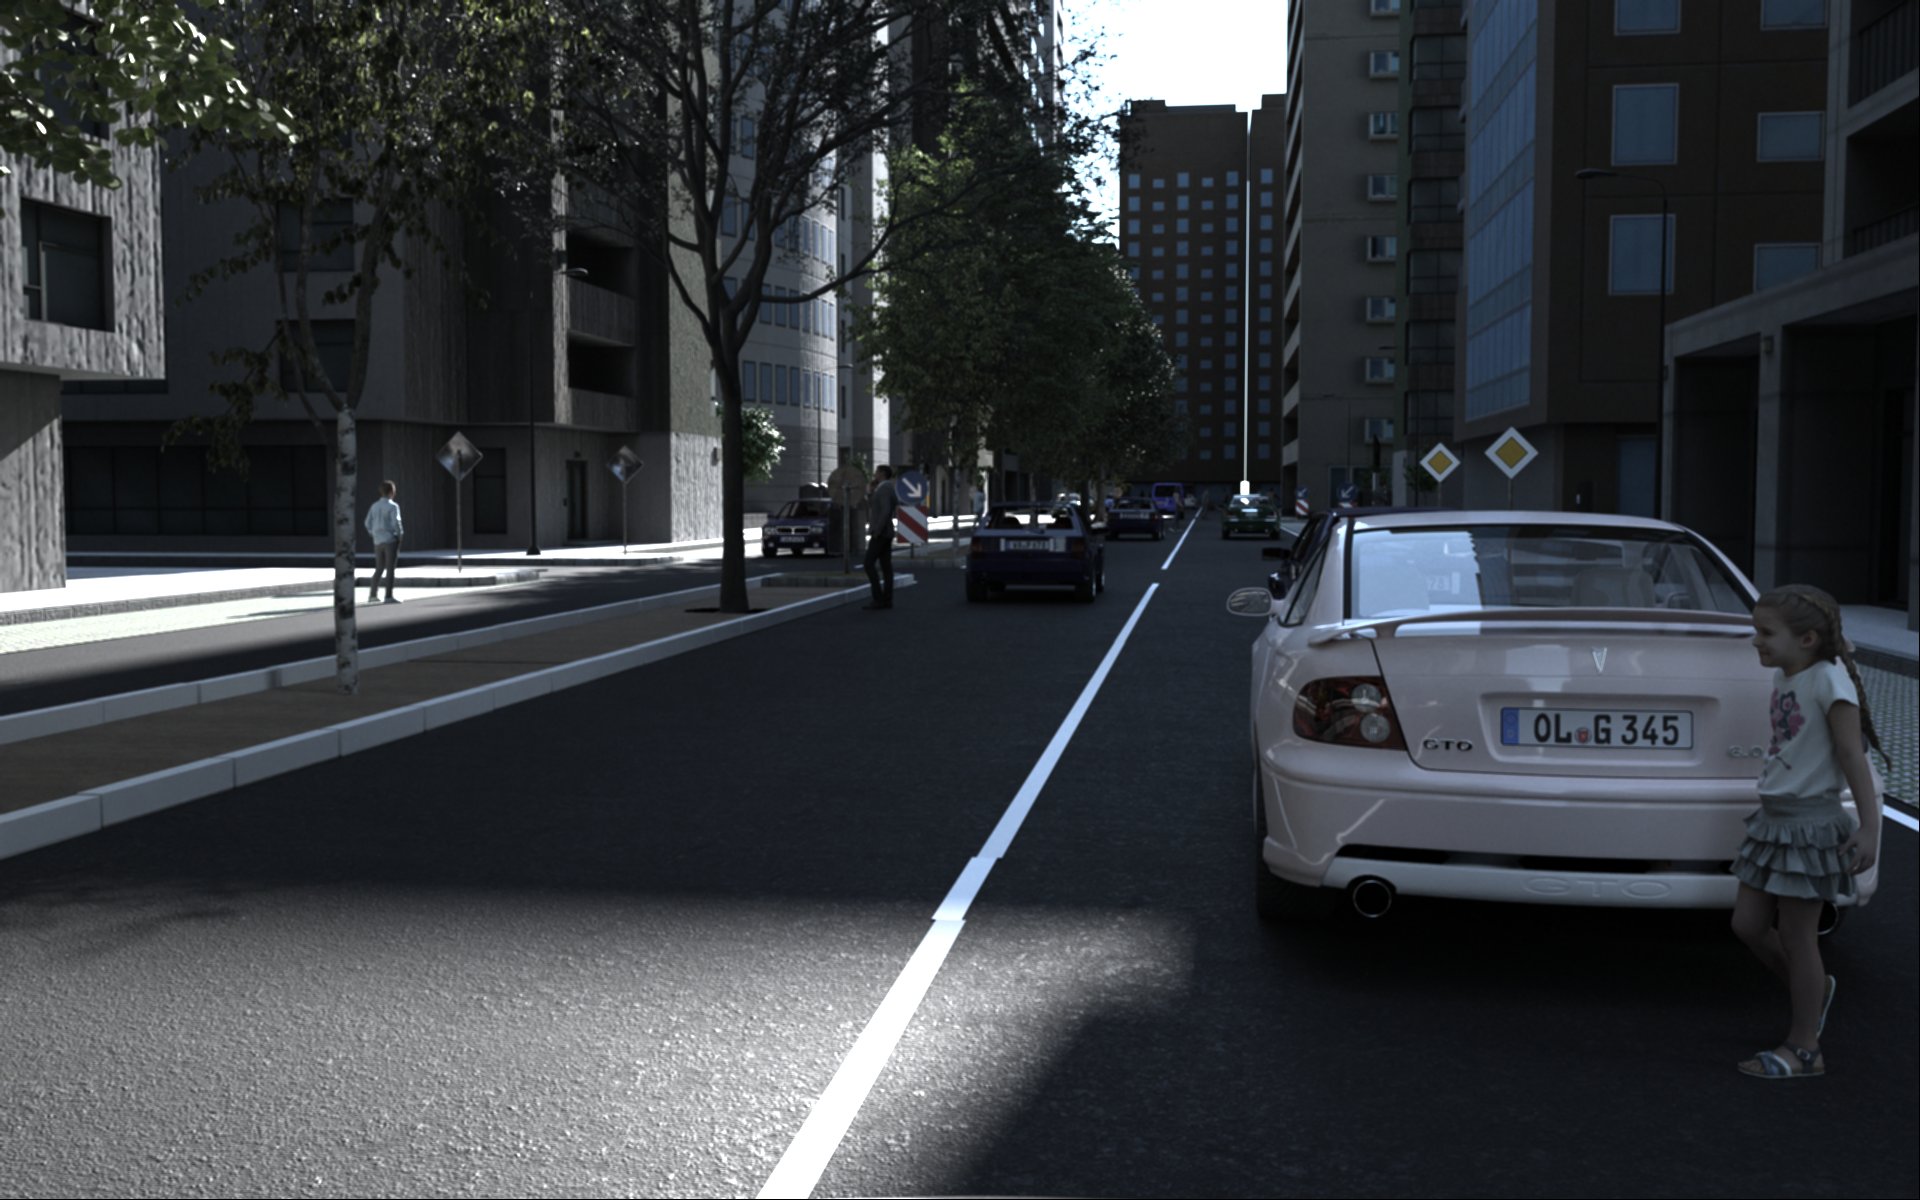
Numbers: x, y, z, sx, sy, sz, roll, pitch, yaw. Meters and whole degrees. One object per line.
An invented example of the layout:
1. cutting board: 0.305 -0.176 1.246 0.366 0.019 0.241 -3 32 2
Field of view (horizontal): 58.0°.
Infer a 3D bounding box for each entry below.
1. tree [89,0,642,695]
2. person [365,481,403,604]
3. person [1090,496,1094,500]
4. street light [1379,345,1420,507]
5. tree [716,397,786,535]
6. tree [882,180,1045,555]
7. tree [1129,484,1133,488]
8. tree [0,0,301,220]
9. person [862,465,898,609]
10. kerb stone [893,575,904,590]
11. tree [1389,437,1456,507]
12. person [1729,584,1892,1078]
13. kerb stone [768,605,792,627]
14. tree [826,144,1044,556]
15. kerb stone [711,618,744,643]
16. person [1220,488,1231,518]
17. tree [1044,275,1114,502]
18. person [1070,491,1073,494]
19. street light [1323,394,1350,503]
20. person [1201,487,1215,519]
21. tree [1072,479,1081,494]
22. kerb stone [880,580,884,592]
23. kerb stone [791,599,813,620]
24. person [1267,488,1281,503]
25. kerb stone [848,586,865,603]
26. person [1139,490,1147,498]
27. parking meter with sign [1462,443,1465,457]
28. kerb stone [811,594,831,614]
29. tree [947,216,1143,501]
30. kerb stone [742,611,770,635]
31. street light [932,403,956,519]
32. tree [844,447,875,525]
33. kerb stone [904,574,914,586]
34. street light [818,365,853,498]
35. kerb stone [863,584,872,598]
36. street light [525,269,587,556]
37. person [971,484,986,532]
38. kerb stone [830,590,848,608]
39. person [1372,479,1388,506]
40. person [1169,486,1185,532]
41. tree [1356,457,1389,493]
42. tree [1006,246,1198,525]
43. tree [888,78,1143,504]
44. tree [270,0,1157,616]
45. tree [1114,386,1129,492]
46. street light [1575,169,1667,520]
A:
1. tree: -4.351 -3.640 12.332 4.360 8.622 3.978 0 3 0
2. person: -7.513 -0.758 22.704 0.589 1.601 0.330 2 4 33
3. person: 8.825 -6.838 120.827 1.217 1.766 0.721 -1 4 -21
4. street light: 13.772 -4.994 54.192 1.470 5.913 1.316 1 4 8
5. tree: -7.160 -4.350 54.842 4.285 4.588 4.351 0 3 0
6. tree: -0.079 -5.355 40.367 4.360 8.622 3.978 0 3 0
7. tree: 7.881 -8.679 94.727 4.737 8.622 4.395 0 3 0
8. tree: -4.771 -5.186 5.368 7.486 12.596 7.792 0 3 0
9. person: -1.014 -0.798 21.726 0.473 1.802 0.592 1 4 21
10. kerb stone: -1.029 -0.244 26.192 0.120 0.150 1.000 1 4 8
11. tree: 15.871 -3.953 59.231 1.663 3.219 1.824 0 3 0
12. person: 2.125 0.568 4.232 0.382 1.210 0.505 0 4 -4
13. kerb stone: -2.052 0.193 19.079 0.120 0.150 1.000 1 4 8
14. tree: -0.745 -5.074 35.775 4.737 8.622 4.395 0 3 0
15. kerb stone: -2.348 0.315 17.052 0.120 0.150 1.000 1 4 8
16. person: 15.843 -5.794 103.582 0.721 1.781 0.623 0 4 -7
17. tree: 2.258 -6.121 52.897 4.737 8.622 4.395 0 3 0
18. person: 7.407 -6.472 115.038 1.217 1.743 0.721 1 4 10
19. street light: 17.557 -6.611 80.633 1.470 5.913 1.316 1 4 8
20. person: 13.993 -5.470 98.063 0.853 1.813 0.709 2 4 32
21. tree: 12.640 -11.778 187.165 1.663 3.219 1.824 0 3 0
22. kerb stone: -1.171 -0.179 25.170 0.120 0.150 1.000 1 4 8
23. kerb stone: -1.908 0.129 20.093 0.120 0.150 1.000 1 4 8
24. person: 20.076 -6.299 111.590 1.348 1.812 0.705 2 4 28
25. kerb stone: -1.462 -0.052 23.127 0.120 0.150 1.000 1 4 8
26. person: 16.980 -9.319 160.873 0.705 1.822 1.348 -3 5 -39
27. parking meter with sign: 16.968 -3.645 55.864 0.543 3.016 1.738 -1 4 -23
28. kerb stone: -1.765 0.067 21.105 0.120 0.150 1.000 1 4 8
29. tree: 2.740 -8.177 61.910 9.928 11.665 9.643 0 3 0
30. kerb stone: -2.197 0.253 18.067 0.120 0.150 1.000 1 4 8
31. street light: -0.737 -7.122 88.984 1.470 5.913 1.316 1 4 8
32. tree: -4.349 -4.676 71.056 1.663 3.219 1.824 0 3 0
33. kerb stone: -0.871 -0.303 27.206 0.120 0.150 1.000 1 4 8
34. street light: -4.548 -5.503 62.516 1.470 5.913 1.316 1 4 8
35. kerb stone: -1.317 -0.120 24.150 0.120 0.150 1.000 1 4 8
36. street light: -8.381 -3.879 35.965 1.470 5.913 1.316 1 4 8
37. person: 0.698 -3.448 65.132 0.793 1.790 0.793 2 4 30
38. kerb stone: -1.622 0.005 22.117 0.120 0.150 1.000 1 4 8
39. person: 11.576 -2.406 47.644 0.447 1.846 0.655 -1 4 -10
40. person: 8.190 -3.457 65.610 0.643 1.750 0.593 -1 4 -8
41. tree: 18.755 -5.133 78.531 1.663 3.219 1.824 0 3 0
42. tree: 5.615 -9.677 77.687 9.611 12.733 9.660 0 3 0
43. tree: 0.986 -7.713 46.687 7.486 12.596 7.792 0 3 0
44. tree: -2.710 -6.573 20.302 12.009 13.543 11.850 0 3 0
45. tree: 4.387 -7.162 69.926 4.737 8.622 4.395 0 3 0
46. street light: 9.502 -3.201 24.883 1.470 5.913 1.316 1 4 8
